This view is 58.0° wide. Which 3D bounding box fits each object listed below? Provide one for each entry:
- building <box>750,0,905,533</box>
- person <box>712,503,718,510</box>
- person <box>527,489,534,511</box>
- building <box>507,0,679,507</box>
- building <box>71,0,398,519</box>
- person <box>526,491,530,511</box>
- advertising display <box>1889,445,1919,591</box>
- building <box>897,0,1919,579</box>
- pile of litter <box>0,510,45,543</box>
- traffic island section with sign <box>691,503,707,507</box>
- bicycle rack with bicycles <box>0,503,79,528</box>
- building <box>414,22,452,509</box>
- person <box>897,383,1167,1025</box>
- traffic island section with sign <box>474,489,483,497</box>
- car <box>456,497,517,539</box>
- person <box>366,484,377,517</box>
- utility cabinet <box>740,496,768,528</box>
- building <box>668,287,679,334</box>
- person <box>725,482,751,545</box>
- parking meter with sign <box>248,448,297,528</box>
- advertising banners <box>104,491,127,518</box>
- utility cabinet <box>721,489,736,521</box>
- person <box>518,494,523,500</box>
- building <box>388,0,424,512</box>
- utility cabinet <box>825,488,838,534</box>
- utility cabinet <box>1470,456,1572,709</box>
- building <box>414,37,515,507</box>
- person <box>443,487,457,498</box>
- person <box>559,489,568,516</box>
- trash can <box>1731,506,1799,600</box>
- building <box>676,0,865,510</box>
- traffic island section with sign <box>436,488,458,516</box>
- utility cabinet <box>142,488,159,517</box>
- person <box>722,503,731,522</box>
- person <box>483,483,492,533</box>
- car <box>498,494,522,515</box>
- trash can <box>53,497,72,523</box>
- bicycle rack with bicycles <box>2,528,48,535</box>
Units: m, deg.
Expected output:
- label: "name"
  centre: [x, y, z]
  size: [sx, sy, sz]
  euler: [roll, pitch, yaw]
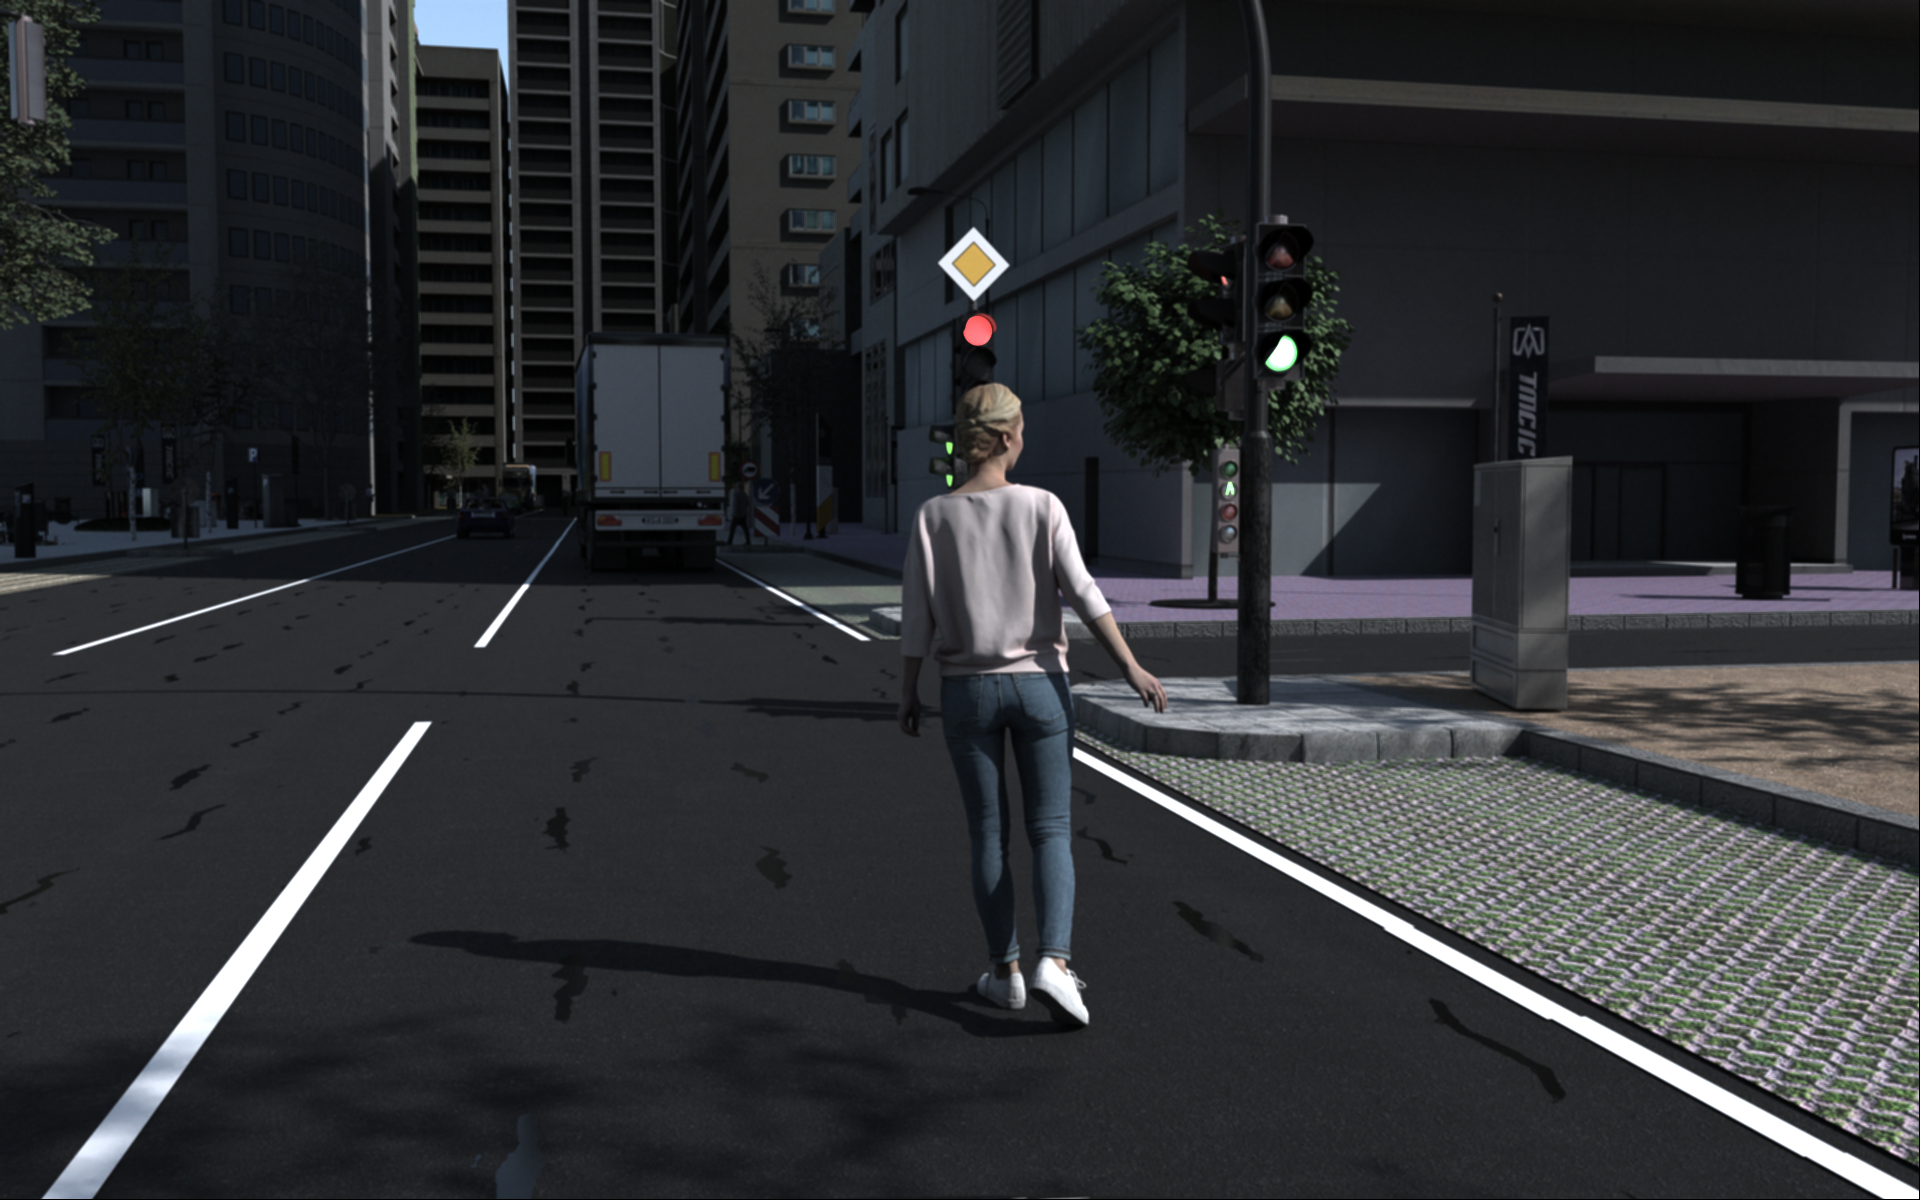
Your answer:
- label: "building"
  centre: [3.595, -46.427, 71.751]
  size: [22.319, 86.520, 31.000]
  euler: [-1, 4, -12]
- label: "person"
  centre: [-13.791, -5.590, 97.372]
  size: [1.348, 1.831, 0.705]
  euler: [3, 4, 39]
- label: "person"
  centre: [-35.996, -8.352, 144.927]
  size: [0.599, 1.838, 0.709]
  euler: [1, 4, 13]
- label: "building"
  centre: [-36.697, -45.585, 183.560]
  size: [20.611, 71.187, 20.563]
  euler: [-1, 4, -12]
- label: "building"
  centre: [-45.579, -34.141, 100.202]
  size: [21.231, 58.520, 28.212]
  euler: [-1, 4, -12]
- label: "person"
  centre: [-36.876, -8.504, 148.358]
  size: [0.721, 1.723, 1.217]
  euler: [-1, 4, -11]
- label: "advertising display"
  centre: [12.715, -1.095, 23.115]
  size: [0.123, 1.923, 0.974]
  euler: [0, 4, 2]
- label: "building"
  centre: [13.032, -27.433, 37.768]
  size: [27.495, 52.752, 28.713]
  euler: [-1, 4, -12]
- label: "pile of litter"
  centre: [-25.000, -1.937, 45.632]
  size: [1.719, 0.858, 1.176]
  euler: [-1, 4, -23]
- label: "traffic island section with sign"
  centre: [-10.589, -3.711, 69.296]
  size: [1.989, 1.847, 2.006]
  euler: [-1, 4, -12]
- label: "bicycle rack with bicycles"
  centre: [-38.288, -3.585, 71.997]
  size: [2.852, 0.926, 2.925]
  euler: [1, 4, 23]
- label: "building"
  centre: [-59.288, -30.112, 146.954]
  size: [28.867, 44.769, 22.147]
  euler: [-1, 4, -12]
- label: "person"
  centre: [0.209, 0.270, 4.759]
  size: [0.731, 1.740, 0.598]
  euler: [0, 4, -7]
- label: "traffic island section with sign"
  centre: [-39.520, -8.180, 142.365]
  size: [1.989, 1.847, 2.006]
  euler: [-1, 4, -12]
- label: "car"
  centre: [-15.526, -2.701, 56.749]
  size: [1.945, 1.354, 3.894]
  euler: [-1, 4, -12]
- label: "person"
  centre: [-32.538, -5.501, 95.855]
  size: [0.599, 1.838, 0.709]
  euler: [-2, 4, -28]
- label: "utility cabinet"
  centre: [-7.856, -3.360, 66.090]
  size: [1.020, 1.237, 0.306]
  euler: [-1, 4, -17]
- label: "building"
  centre: [-11.482, -18.954, 154.940]
  size: [27.650, 21.520, 28.899]
  euler: [-1, 4, -12]
- label: "person"
  centre: [-6.214, -2.409, 48.279]
  size: [0.834, 1.777, 0.661]
  euler: [1, 4, 20]
- label: "parking meter with sign"
  centre: [-26.033, -4.248, 65.714]
  size: [0.543, 3.016, 1.738]
  euler: [2, 4, 32]
- label: "advertising banners"
  centre: [-41.089, -5.425, 84.890]
  size: [0.090, 3.025, 2.074]
  euler: [1, 4, 22]
- label: "utility cabinet"
  centre: [-10.939, -4.515, 82.494]
  size: [0.318, 1.500, 1.173]
  euler: [-3, 5, -40]
- label: "person"
  centre: [-34.987, -7.650, 136.772]
  size: [0.628, 1.438, 0.799]
  euler: [2, 4, 27]
- label: "building"
  centre: [-46.418, -26.878, 123.053]
  size: [14.154, 41.232, 14.086]
  euler: [-1, 4, -12]
- label: "utility cabinet"
  centre: [-4.192, -2.886, 55.873]
  size: [0.318, 1.500, 1.173]
  euler: [1, 4, 8]
- label: "utility cabinet"
  centre: [3.434, -0.123, 10.696]
  size: [0.318, 1.500, 1.173]
  euler: [0, 4, 4]
- label: "building"
  centre: [-57.933, -34.019, 179.911]
  size: [21.600, 48.544, 21.300]
  euler: [-1, 4, -12]
- label: "person"
  centre: [-43.804, -8.760, 148.908]
  size: [0.705, 1.869, 1.348]
  euler: [3, 5, 41]
- label: "person"
  centre: [-26.105, -6.411, 114.056]
  size: [0.721, 1.736, 1.217]
  euler: [-3, 4, -38]
- label: "trash can"
  centre: [9.806, -0.580, 21.134]
  size: [0.748, 1.137, 0.748]
  euler: [0, 3, 0]
- label: "building"
  centre: [-9.696, -30.889, 128.735]
  size: [21.300, 48.544, 21.600]
  euler: [-1, 4, -12]
- label: "traffic island section with sign"
  centre: [-33.886, -6.543, 115.613]
  size: [1.989, 1.847, 2.006]
  euler: [-1, 4, -12]
- label: "utility cabinet"
  centre: [-30.892, -3.516, 66.161]
  size: [0.318, 1.500, 1.173]
  euler: [-3, 4, -38]
- label: "person"
  centre: [-10.977, -4.549, 80.448]
  size: [0.654, 1.822, 0.581]
  euler: [-1, 4, -10]
- label: "person"
  centre: [-17.703, -3.445, 64.632]
  size: [0.447, 1.846, 0.655]
  euler: [-1, 4, -10]
- label: "car"
  centre: [-31.406, -6.821, 120.322]
  size: [1.959, 1.807, 4.718]
  euler: [-1, 4, -13]
- label: "trash can"
  centre: [-39.227, -3.919, 75.721]
  size: [0.748, 1.137, 0.748]
  euler: [0, 3, 0]
- label: "bicycle rack with bicycles"
  centre: [-29.710, -2.466, 53.697]
  size: [2.925, 0.926, 2.852]
  euler: [2, 4, 31]
